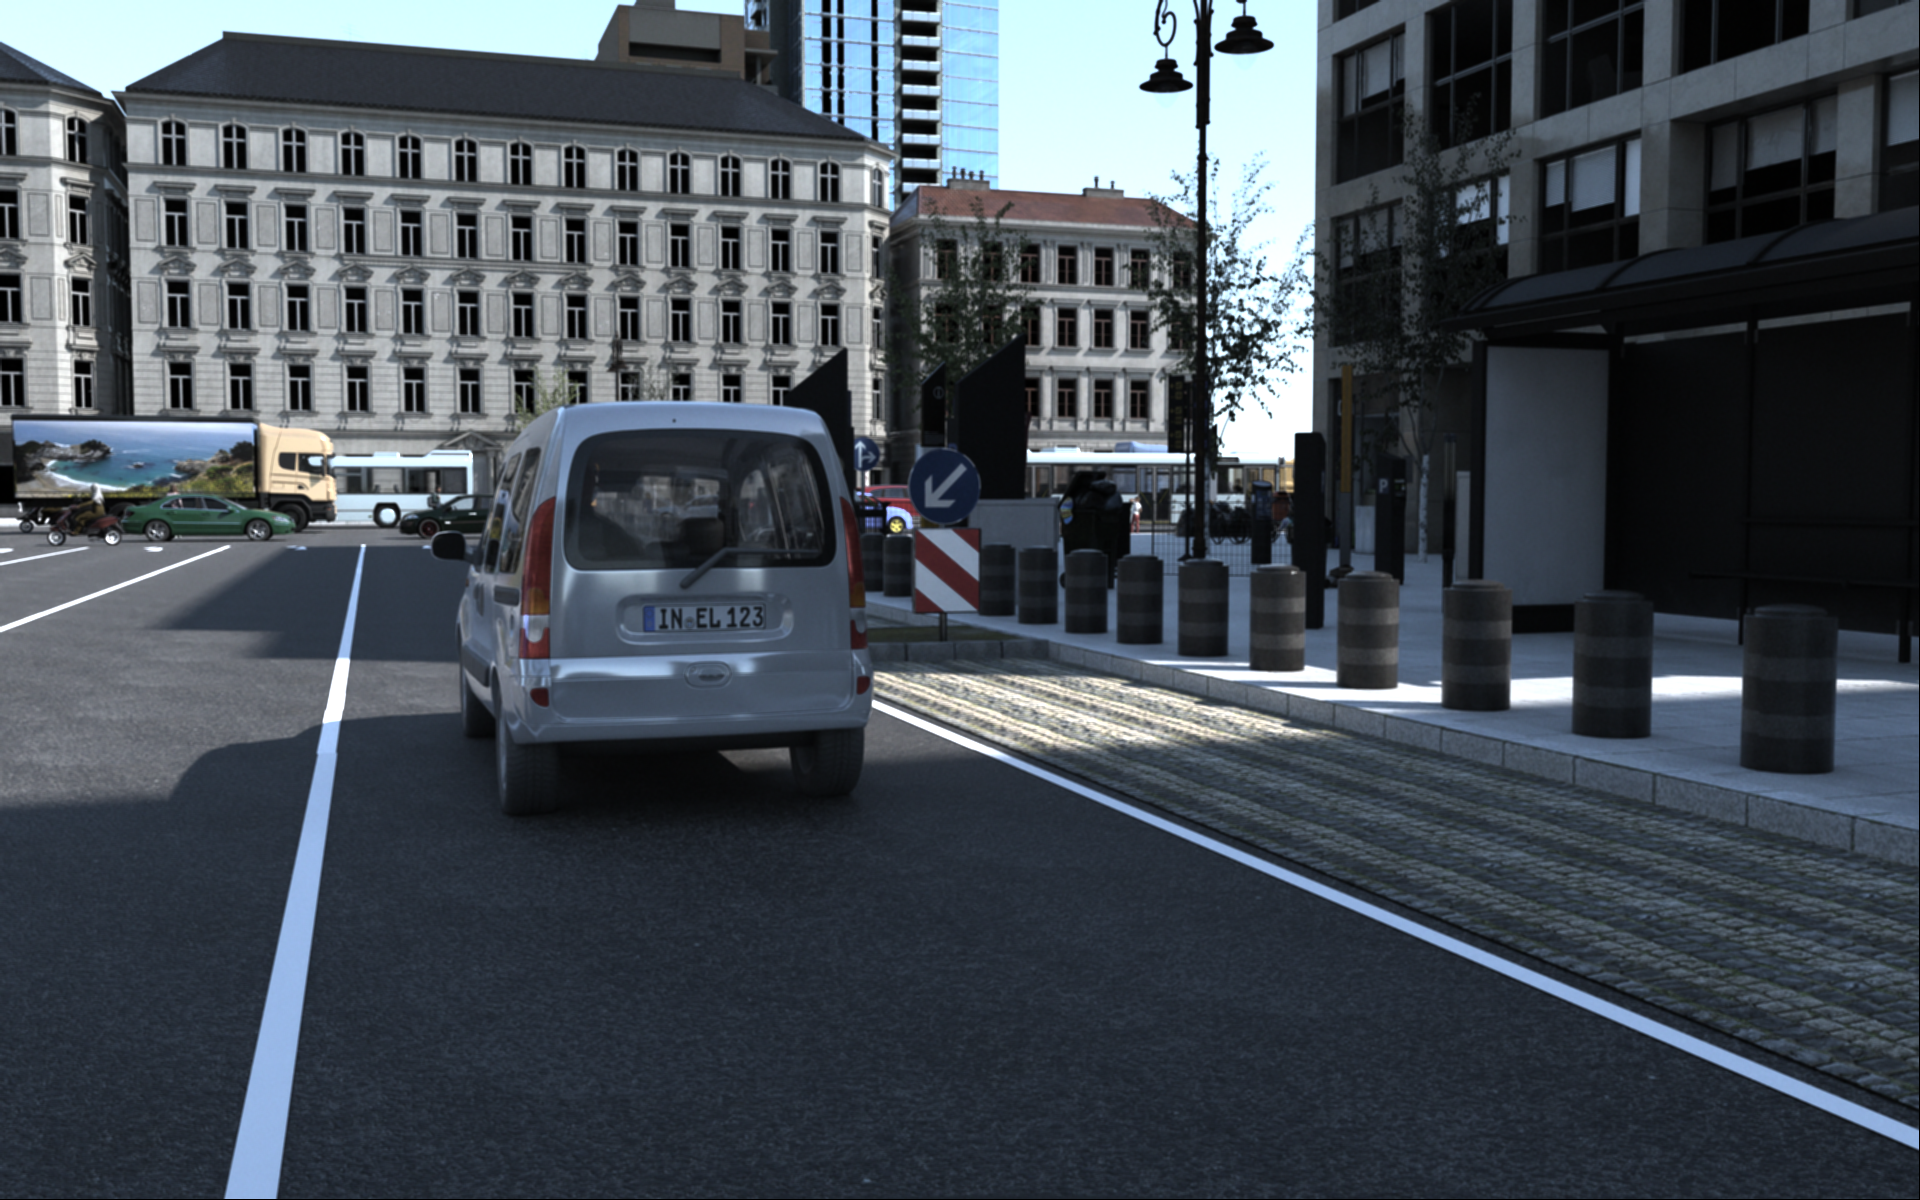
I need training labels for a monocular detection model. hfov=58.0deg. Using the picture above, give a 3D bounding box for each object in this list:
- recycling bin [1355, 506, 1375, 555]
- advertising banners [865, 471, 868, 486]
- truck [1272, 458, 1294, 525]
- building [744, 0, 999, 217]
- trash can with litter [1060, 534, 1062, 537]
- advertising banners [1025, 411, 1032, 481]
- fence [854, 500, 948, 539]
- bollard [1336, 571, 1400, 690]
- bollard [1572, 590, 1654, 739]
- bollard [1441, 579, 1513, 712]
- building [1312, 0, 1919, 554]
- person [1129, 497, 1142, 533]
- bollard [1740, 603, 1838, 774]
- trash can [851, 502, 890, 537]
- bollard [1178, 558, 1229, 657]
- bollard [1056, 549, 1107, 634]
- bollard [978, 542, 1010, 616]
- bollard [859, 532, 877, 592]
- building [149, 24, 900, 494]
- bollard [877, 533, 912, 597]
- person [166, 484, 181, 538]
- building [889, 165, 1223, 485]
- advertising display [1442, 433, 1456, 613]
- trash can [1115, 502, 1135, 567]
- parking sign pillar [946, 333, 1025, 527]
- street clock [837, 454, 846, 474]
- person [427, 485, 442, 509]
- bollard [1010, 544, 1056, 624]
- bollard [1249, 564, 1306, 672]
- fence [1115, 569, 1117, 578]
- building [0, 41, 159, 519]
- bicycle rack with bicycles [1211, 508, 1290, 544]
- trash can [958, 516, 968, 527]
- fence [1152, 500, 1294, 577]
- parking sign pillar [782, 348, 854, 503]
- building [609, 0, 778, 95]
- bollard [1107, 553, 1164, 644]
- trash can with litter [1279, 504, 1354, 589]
[{"bbox_3d":[8.901,-1.488,36.876,0.722,1.027,0.722,-1,4,-19],"label":"recycling bin"},{"bbox_3d":[-5.687,-6.430,101.323,0.090,3.025,2.074,1,4,15],"label":"advertising banners"},{"bbox_3d":[17.817,-5.236,81.538,9.791,3.379,3.469,-1,4,-17],"label":"truck"},{"bbox_3d":[-9.267,-53.583,188.747,31.000,86.520,22.319,-1,4,-19],"label":"building"},{"bbox_3d":[3.072,-2.511,52.120,2.233,1.210,1.678,-3,5,-44],"label":"trash can with litter"},{"bbox_3d":[0.496,-2.484,36.808,2.074,3.025,0.090,1,4,8],"label":"advertising banners"},{"bbox_3d":[-0.588,-0.954,26.802,2.264,1.192,0.480,0,4,2],"label":"fence"},{"bbox_3d":[2.715,0.195,11.528,0.404,0.777,0.398,0,3,0],"label":"bollard"},{"bbox_3d":[3.485,0.334,9.248,0.404,0.777,0.398,0,3,0],"label":"bollard"},{"bbox_3d":[3.100,0.265,10.390,0.404,0.777,0.398,0,3,0],"label":"bollard"},{"bbox_3d":[22.877,-13.631,27.380,19.350,26.468,34.151,-1,4,-19],"label":"building"},{"bbox_3d":[6.048,-2.916,60.082,0.435,1.345,0.340,-3,5,-42],"label":"person"},{"bbox_3d":[3.874,0.405,8.099,0.404,0.777,0.398,0,3,0],"label":"bollard"},{"bbox_3d":[-1.543,-1.088,29.442,0.748,1.137,0.748,0,3,0],"label":"trash can"},{"bbox_3d":[1.939,0.056,13.803,0.404,0.777,0.398,0,3,0],"label":"bollard"},{"bbox_3d":[1.173,-0.084,16.083,0.404,0.777,0.398,0,3,0],"label":"bollard"},{"bbox_3d":[0.392,-0.223,18.368,0.404,0.777,0.398,0,3,0],"label":"bollard"},{"bbox_3d":[-1.152,-0.502,22.921,0.404,0.777,0.398,0,3,0],"label":"bollard"},{"bbox_3d":[-26.499,-20.195,106.600,44.131,29.872,17.030,-1,4,-19],"label":"building"},{"bbox_3d":[-0.765,-0.432,21.783,0.404,0.777,0.398,0,3,0],"label":"bollard"},{"bbox_3d":[-25.706,-2.916,56.759,0.593,1.750,0.643,0,4,-8],"label":"person"},{"bbox_3d":[5.218,-17.049,114.912,21.152,22.565,11.583,-1,4,-19],"label":"building"},{"bbox_3d":[5.291,-0.828,18.751,0.123,1.923,0.974,1,4,16],"label":"advertising display"},{"bbox_3d":[2.695,-1.150,30.462,0.748,1.137,0.748,0,3,0],"label":"trash can"},{"bbox_3d":[0.431,-2.469,28.836,1.447,3.967,1.447,-2,4,-30],"label":"parking sign pillar"},{"bbox_3d":[-2.274,-1.614,30.966,0.471,2.002,0.358,0,4,3],"label":"street clock"},{"bbox_3d":[-20.908,-3.691,69.192,0.721,1.781,0.623,-1,4,-19],"label":"person"},{"bbox_3d":[0.777,-0.154,17.230,0.404,0.777,0.398,0,3,0],"label":"bollard"},{"bbox_3d":[2.321,0.126,12.664,0.404,0.777,0.398,0,3,0],"label":"bollard"},{"bbox_3d":[2.396,-0.995,27.467,0.480,1.192,2.264,0,4,2],"label":"fence"},{"bbox_3d":[-68.286,-19.313,92.185,44.131,29.872,17.030,-1,4,-19],"label":"building"},{"bbox_3d":[7.687,-1.899,44.435,2.925,0.926,2.852,-2,4,-26],"label":"bicycle rack with bicycles"},{"bbox_3d":[0.275,-0.683,22.823,0.748,1.137,0.748,0,3,0],"label":"trash can"},{"bbox_3d":[3.849,-0.874,25.497,2.264,1.192,0.480,1,4,23],"label":"fence"},{"bbox_3d":[-2.654,-2.690,32.462,1.447,3.967,1.447,1,4,22],"label":"parking sign pillar"},{"bbox_3d":[-25.117,-31.122,158.950,14.600,45.320,14.200,-1,4,-19],"label":"building"},{"bbox_3d":[1.553,-0.014,14.943,0.404,0.777,0.398,0,3,0],"label":"bollard"},{"bbox_3d":[4.943,-0.754,23.709,1.055,1.170,0.624,-2,4,-26],"label":"trash can with litter"}]
